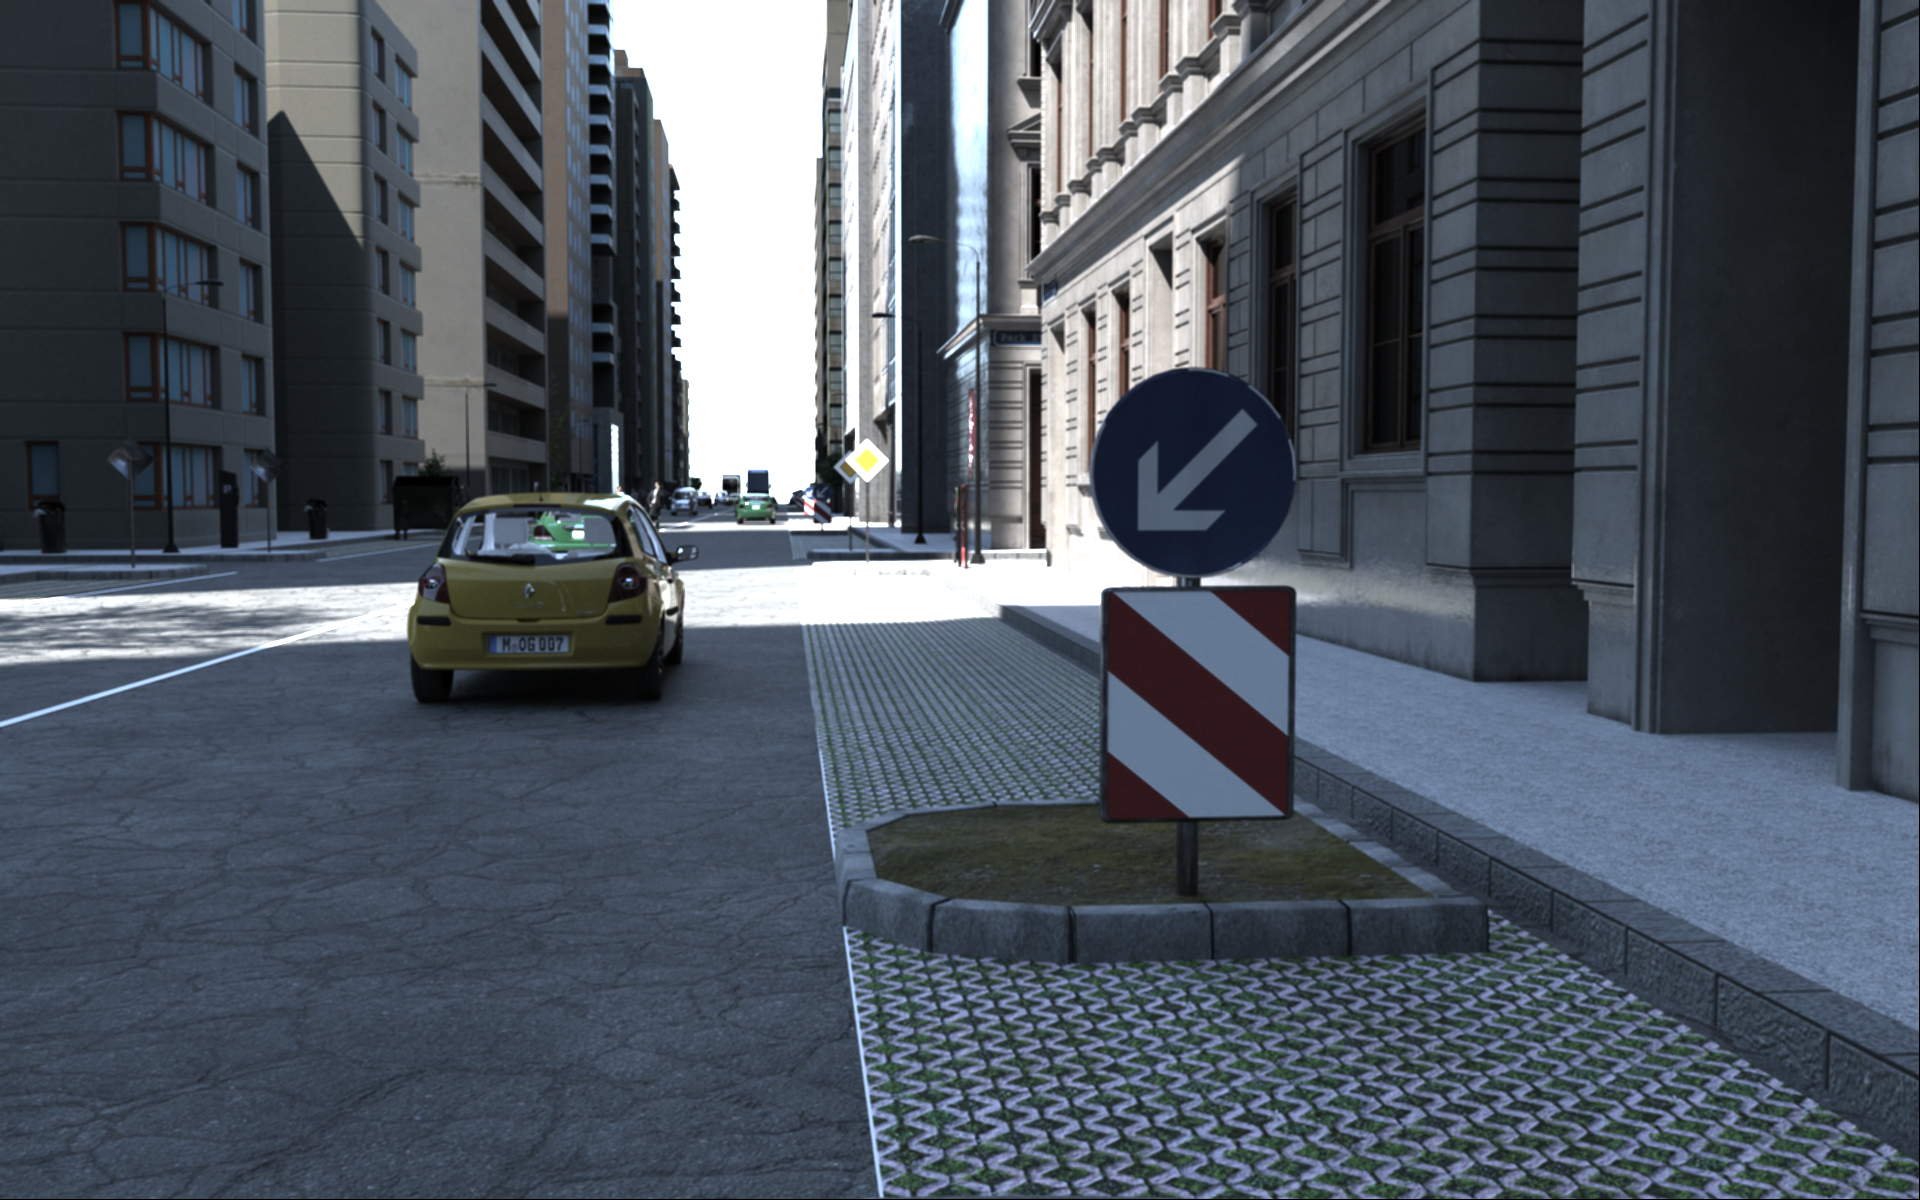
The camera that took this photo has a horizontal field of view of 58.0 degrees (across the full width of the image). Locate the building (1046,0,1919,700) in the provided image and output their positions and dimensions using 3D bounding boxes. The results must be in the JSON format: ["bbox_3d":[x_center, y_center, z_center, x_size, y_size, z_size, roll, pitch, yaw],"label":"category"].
[{"bbox_3d":[7.447,-11.323,21.280,11.583,22.565,21.152,0,4,-6],"label":"building"}]

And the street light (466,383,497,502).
[{"bbox_3d":[-20.111,-6.126,72.702,1.470,5.913,1.316,0,4,-6],"label":"street light"}]

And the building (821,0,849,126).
[{"bbox_3d":[-2.258,-33.136,165.474,21.300,48.544,21.600,0,4,-6],"label":"building"}]

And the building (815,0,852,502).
[{"bbox_3d":[-7.841,-47.572,216.049,20.563,71.187,20.611,0,4,-6],"label":"building"}]

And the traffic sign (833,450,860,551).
[{"bbox_3d":[-2.481,-2.176,39.228,0.795,2.450,0.064,0,4,-6],"label":"traffic sign"}]

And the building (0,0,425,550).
[{"bbox_3d":[-33.462,-12.676,52.297,27.650,21.520,28.899,0,4,-6],"label":"building"}]

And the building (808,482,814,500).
[{"bbox_3d":[-6.797,-34.886,262.272,32.217,40.220,23.993,0,4,-6],"label":"building"}]

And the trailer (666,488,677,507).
[{"bbox_3d":[-28.347,-10.037,171.161,1.471,1.999,3.904,0,4,-6],"label":"trailer"}]

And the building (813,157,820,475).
[{"bbox_3d":[-9.214,-37.558,237.775,21.300,48.544,21.600,0,4,-6],"label":"building"}]

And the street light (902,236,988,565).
[{"bbox_3d":[-0.212,-3.599,31.381,1.470,5.913,1.316,0,4,-6],"label":"street light"}]

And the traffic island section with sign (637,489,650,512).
[{"bbox_3d":[-25.278,-7.887,137.581,1.989,1.847,2.006,0,4,-6],"label":"traffic island section with sign"}]

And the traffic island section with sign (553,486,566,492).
[{"bbox_3d":[-20.227,-4.832,87.634,1.989,1.847,2.006,0,4,-6],"label":"traffic island section with sign"}]

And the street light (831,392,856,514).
[{"bbox_3d":[-5.176,-6.526,79.246,1.470,5.913,1.316,0,4,-6],"label":"street light"}]

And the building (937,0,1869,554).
[{"bbox_3d":[9.902,-12.769,44.923,21.152,22.565,11.583,0,4,-6],"label":"building"}]

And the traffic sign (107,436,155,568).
[{"bbox_3d":[-14.358,-1.614,30.024,0.795,2.450,0.064,0,4,-6],"label":"traffic sign"}]

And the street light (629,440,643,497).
[{"bbox_3d":[-27.879,-10.788,148.932,1.470,5.913,1.316,0,4,-6],"label":"street light"}]

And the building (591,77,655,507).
[{"bbox_3d":[-36.773,-29.413,164.502,14.154,41.232,14.086,0,4,-6],"label":"building"}]

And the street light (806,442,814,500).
[{"bbox_3d":[-12.836,-11.156,154.937,1.470,5.913,1.316,0,4,-6],"label":"street light"}]

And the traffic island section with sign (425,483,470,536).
[{"bbox_3d":[-17.459,-3.166,60.397,1.989,1.847,2.006,0,4,-6],"label":"traffic island section with sign"}]

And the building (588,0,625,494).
[{"bbox_3d":[-38.537,-50.621,140.326,22.319,86.520,31.000,0,4,-6],"label":"building"}]

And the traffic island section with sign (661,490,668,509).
[{"bbox_3d":[-28.001,-9.527,164.398,1.989,1.847,2.006,0,4,-6],"label":"traffic island section with sign"}]

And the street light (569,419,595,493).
[{"bbox_3d":[-23.693,-8.270,107.756,1.470,5.913,1.316,0,4,-6],"label":"street light"}]

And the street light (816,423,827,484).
[{"bbox_3d":[-8.621,-8.637,113.756,1.470,5.913,1.316,0,4,-6],"label":"street light"}]

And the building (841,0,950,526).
[{"bbox_3d":[0.457,-16.437,86.763,12.078,24.808,19.932,0,4,-6],"label":"building"}]

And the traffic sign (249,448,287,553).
[{"bbox_3d":[-15.163,-2.099,37.969,0.795,2.450,0.064,0,4,-6],"label":"traffic sign"}]

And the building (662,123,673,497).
[{"bbox_3d":[-41.082,-33.738,201.731,14.600,45.320,14.200,0,4,-6],"label":"building"}]

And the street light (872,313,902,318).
[{"bbox_3d":[-1.564,-4.407,44.600,1.470,5.913,1.316,0,4,-6],"label":"street light"}]

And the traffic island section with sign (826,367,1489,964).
[{"bbox_3d":[0.555,0.148,6.213,1.989,1.847,2.006,0,4,-6],"label":"traffic island section with sign"}]

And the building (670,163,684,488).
[{"bbox_3d":[-47.256,-34.746,222.727,22.147,44.769,28.867,0,4,-6],"label":"building"}]

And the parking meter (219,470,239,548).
[{"bbox_3d":[-17.420,-2.177,41.303,0.399,1.863,0.255,-1,4,-11],"label":"parking meter"}]

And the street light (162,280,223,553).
[{"bbox_3d":[-16.662,-3.981,37.635,1.470,5.913,1.316,0,4,-6],"label":"street light"}]

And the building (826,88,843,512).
[{"bbox_3d":[-2.787,-21.751,127.334,14.160,30.474,14.107,0,4,-6],"label":"building"}]

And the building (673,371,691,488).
[{"bbox_3d":[-53.874,-24.875,251.745,27.650,21.520,28.899,0,4,-6],"label":"building"}]

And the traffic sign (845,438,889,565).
[{"bbox_3d":[-1.677,-1.691,31.283,0.795,2.450,0.064,0,4,-6],"label":"traffic sign"}]

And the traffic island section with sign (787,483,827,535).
[{"bbox_3d":[-4.940,-3.175,60.535,1.989,1.847,2.006,0,4,-6],"label":"traffic island section with sign"}]

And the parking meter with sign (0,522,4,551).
[{"bbox_3d":[-22.234,-2.576,38.371,1.738,3.016,0.543,-2,4,-33],"label":"parking meter with sign"}]

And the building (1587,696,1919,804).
[{"bbox_3d":[9.577,-10.038,0.276,11.583,22.565,21.152,0,4,-6],"label":"building"}]

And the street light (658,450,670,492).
[{"bbox_3d":[-31.368,-12.899,183.438,1.470,5.913,1.316,0,4,-6],"label":"street light"}]

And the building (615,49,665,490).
[{"bbox_3d":[-38.810,-32.309,178.360,14.600,45.320,14.200,0,4,-6],"label":"building"}]

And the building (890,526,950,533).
[{"bbox_3d":[3.062,-15.169,66.043,12.078,24.808,19.932,0,4,-6],"label":"building"}]

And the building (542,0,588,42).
[{"bbox_3d":[-33.230,-28.690,119.192,14.600,45.320,14.200,0,4,-6],"label":"building"}]

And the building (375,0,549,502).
[{"bbox_3d":[-32.726,-28.208,84.903,21.300,48.544,21.600,0,4,-6],"label":"building"}]
